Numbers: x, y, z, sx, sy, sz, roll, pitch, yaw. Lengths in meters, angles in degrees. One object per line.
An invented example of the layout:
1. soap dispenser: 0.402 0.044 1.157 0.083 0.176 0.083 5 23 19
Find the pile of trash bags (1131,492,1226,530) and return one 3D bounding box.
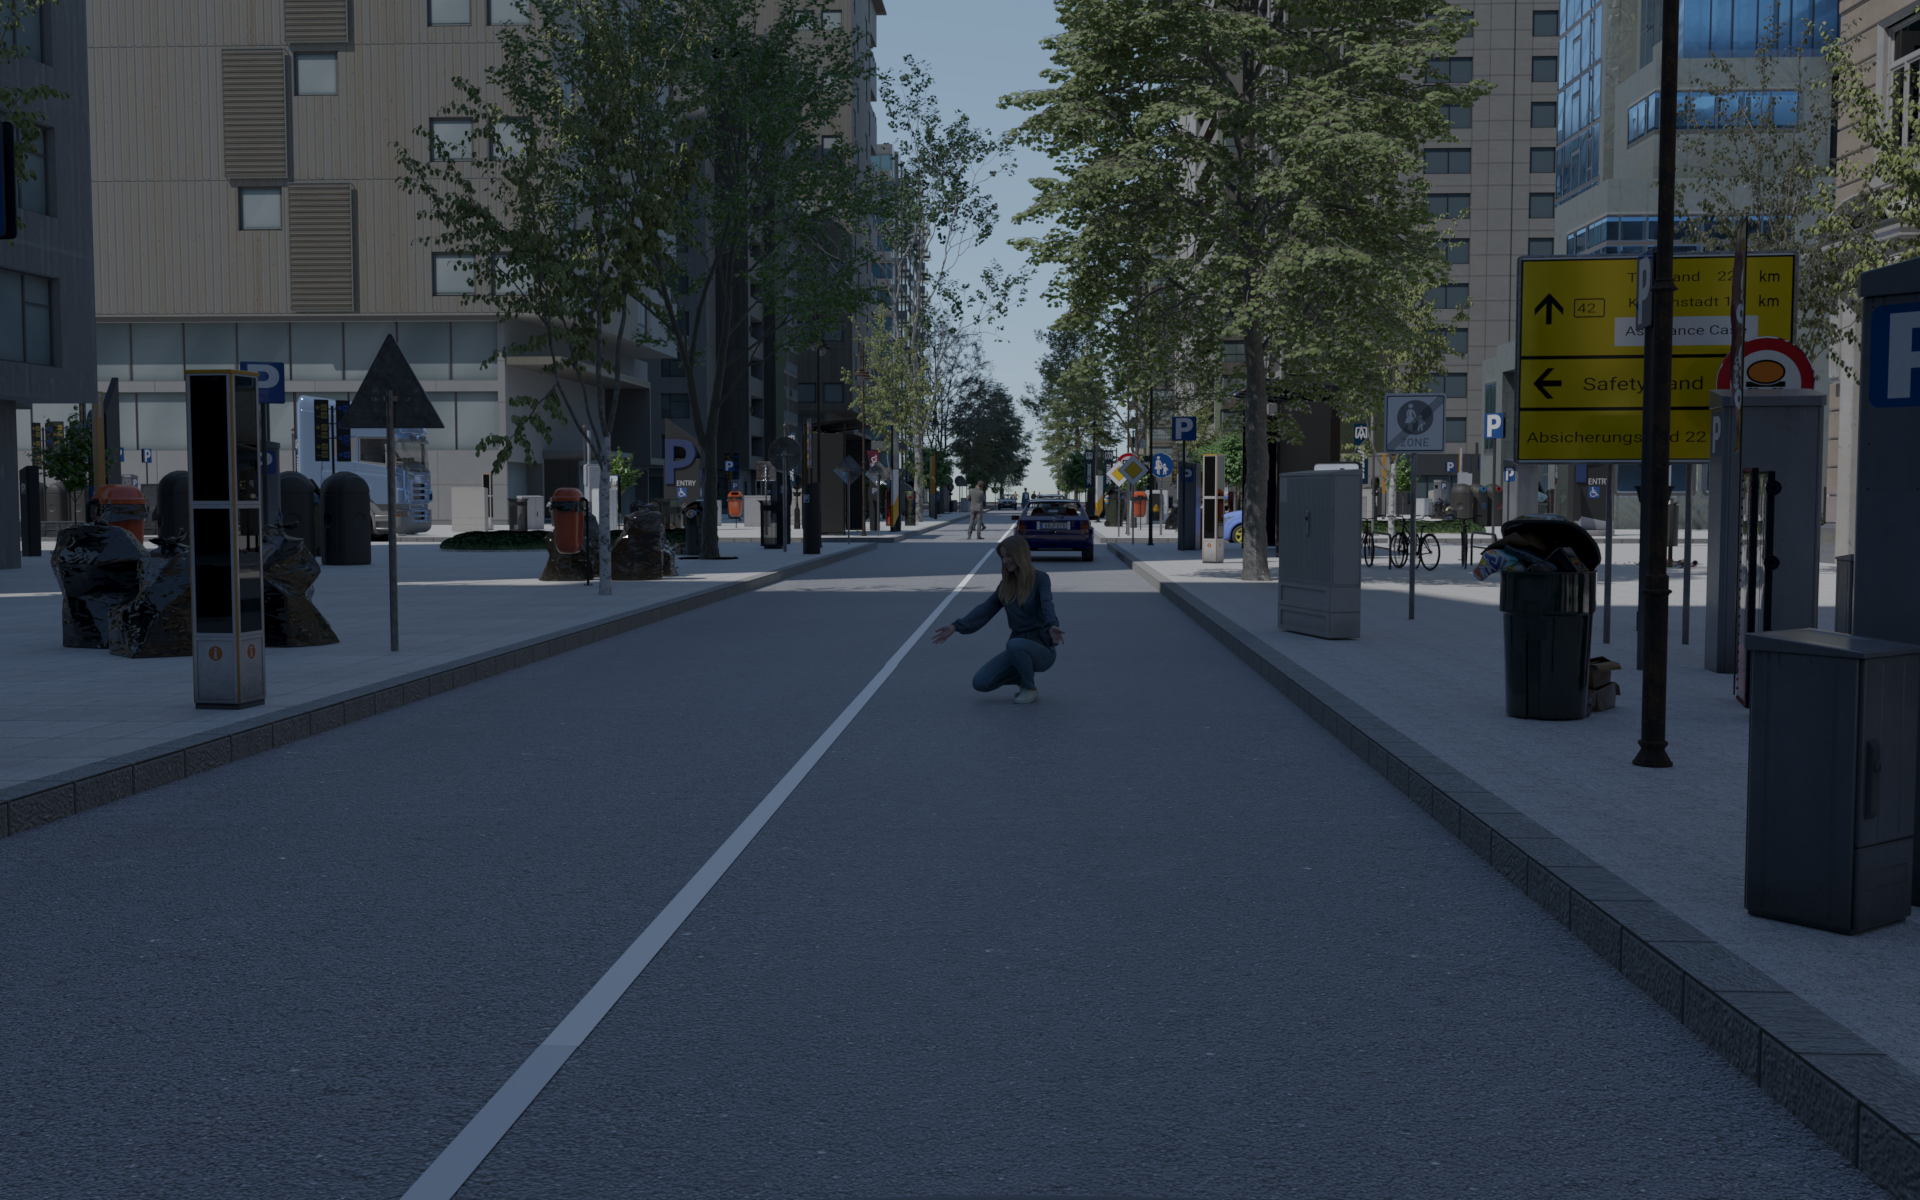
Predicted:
1. pile of trash bags: 7.817 -3.190 61.915 3.447 1.369 1.912 0 4 -3

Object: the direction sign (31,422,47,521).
1. direction sign: -29.113 -3.858 55.068 0.379 3.537 0.876 1 4 19

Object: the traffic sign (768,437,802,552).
1. traffic sign: -3.887 -2.343 38.413 0.768 2.556 0.104 1 4 9

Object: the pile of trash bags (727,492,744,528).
1. pile of trash bags: -9.791 -3.358 64.662 3.447 1.369 1.912 0 4 -2

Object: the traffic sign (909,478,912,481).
1. traffic sign: -2.781 -6.476 105.991 0.768 2.556 0.104 1 4 9

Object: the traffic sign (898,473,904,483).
1. traffic sign: -3.429 -5.713 93.410 0.884 2.594 0.081 1 4 9

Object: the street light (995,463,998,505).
1. street light: 4.669 -14.656 212.407 0.468 5.910 1.993 0 4 3

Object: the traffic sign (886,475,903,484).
1. traffic sign: -3.339 -5.381 87.983 0.884 2.594 0.081 0 4 6

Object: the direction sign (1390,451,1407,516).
1. direction sign: 24.536 -6.417 96.914 0.876 3.537 0.379 0 4 -1

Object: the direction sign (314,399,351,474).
1. direction sign: -15.068 -3.037 41.658 0.876 3.537 0.379 -3 5 -42

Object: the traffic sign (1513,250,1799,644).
1. traffic sign: 5.873 -1.275 14.722 2.265 3.308 0.079 1 4 9

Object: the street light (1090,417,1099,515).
1. street light: 7.011 -7.201 90.526 0.468 5.910 1.993 0 4 3

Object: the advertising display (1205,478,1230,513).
1. advertising display: 10.522 -4.011 70.798 0.974 1.923 0.123 1 4 21

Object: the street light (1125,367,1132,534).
1. street light: 5.373 -5.046 55.296 0.468 5.910 1.993 0 4 3

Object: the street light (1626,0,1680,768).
1. street light: 3.277 -2.155 8.017 0.468 5.910 1.993 0 4 3

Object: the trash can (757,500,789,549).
1. trash can: -4.375 -1.769 40.584 0.748 1.137 0.748 0 3 0

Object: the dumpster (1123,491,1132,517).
1. dumpster: 7.753 -4.599 80.948 1.264 1.857 1.865 0 4 3

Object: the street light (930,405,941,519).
1. street light: -1.214 -7.028 87.694 0.468 5.910 1.993 0 4 3

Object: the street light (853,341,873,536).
1. street light: -2.916 -4.873 52.466 0.468 5.910 1.993 0 4 3

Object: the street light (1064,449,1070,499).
1. street light: 10.521 -11.867 166.816 0.468 5.910 1.993 0 4 3

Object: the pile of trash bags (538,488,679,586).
1. pile of trash bags: -5.370 -0.977 25.719 1.912 1.369 3.447 0 4 4

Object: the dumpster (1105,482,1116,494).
1. dumpster: 7.894 -5.042 84.924 1.502 2.255 1.985 0 4 3

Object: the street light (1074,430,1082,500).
1. street light: 8.908 -9.712 131.584 0.468 5.910 1.993 0 4 3

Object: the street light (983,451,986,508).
1. street light: 2.294 -11.712 164.271 0.468 5.910 1.993 0 4 3

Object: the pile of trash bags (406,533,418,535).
1. pile of trash bags: -18.829 -2.728 54.350 3.447 1.369 1.912 -1 4 -18

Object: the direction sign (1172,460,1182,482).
1. direction sign: 14.516 -7.532 115.152 0.876 3.537 0.379 1 4 21

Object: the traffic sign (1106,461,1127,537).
1. traffic sign: 4.764 -2.953 51.917 0.795 2.450 0.064 0 4 3

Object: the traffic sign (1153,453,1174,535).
1. traffic sign: 6.264 -3.291 53.920 0.768 2.556 0.104 1 4 8

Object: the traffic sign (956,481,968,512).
1. traffic sign: 0.151 -7.403 121.037 0.884 2.594 0.081 1 4 9

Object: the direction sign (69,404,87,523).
1. direction sign: -21.385 -3.077 42.301 0.379 3.537 0.876 -1 4 -19

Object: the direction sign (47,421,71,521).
1. direction sign: -27.742 -3.785 53.875 0.876 3.537 0.379 0 3 0

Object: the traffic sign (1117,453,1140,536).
1. traffic sign: 5.194 -3.257 53.355 0.768 2.556 0.104 0 4 6

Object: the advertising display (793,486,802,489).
1. advertising display: -9.731 -6.096 104.875 0.974 1.923 0.123 1 4 20

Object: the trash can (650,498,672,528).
1. trash can: -9.718 -2.729 56.272 0.748 1.137 0.748 0 3 0

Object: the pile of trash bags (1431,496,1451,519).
1. pile of trash bags: 25.237 -4.788 88.032 1.912 1.369 3.447 0 4 0

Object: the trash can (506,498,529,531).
1. trash can: -14.776 -2.830 57.932 0.748 1.137 0.748 0 3 0

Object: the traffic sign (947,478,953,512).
1. traffic sign: -0.857 -7.502 122.762 0.768 2.556 0.104 0 4 5

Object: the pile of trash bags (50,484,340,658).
1. pile of trash bags: -6.938 -0.332 15.187 1.912 1.369 3.447 -3 5 -43

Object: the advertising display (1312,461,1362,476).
1. advertising display: 7.447 -1.777 34.274 0.974 1.923 0.123 2 4 29

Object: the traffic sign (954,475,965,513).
1. traffic sign: -0.017 -7.216 118.085 0.768 2.556 0.104 1 4 12

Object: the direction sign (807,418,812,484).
1. direction sign: -4.506 -3.666 51.942 0.379 3.537 0.876 -1 4 -13

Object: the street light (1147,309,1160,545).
1. street light: 4.778 -4.310 43.254 0.468 5.910 1.993 0 4 3

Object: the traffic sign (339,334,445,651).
1. traffic sign: -4.618 -0.861 14.076 0.884 2.594 0.081 0 4 6

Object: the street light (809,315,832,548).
1. street light: -3.378 -4.196 41.394 0.468 5.910 1.993 0 4 3

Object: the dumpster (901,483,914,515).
1. dumpster: -3.038 -5.110 89.311 1.264 1.857 1.865 0 4 3

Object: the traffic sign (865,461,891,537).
1. traffic sign: -2.471 -2.974 52.274 0.795 2.450 0.064 0 4 3

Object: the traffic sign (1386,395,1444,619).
1. traffic sign: 4.623 -0.950 17.666 0.606 2.300 0.079 0 4 7

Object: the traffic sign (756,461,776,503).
1. traffic sign: -6.081 -3.191 54.303 0.606 2.300 0.079 0 4 3

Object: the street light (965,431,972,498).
1. street light: 0.675 -9.551 128.939 0.468 5.910 1.993 0 4 3

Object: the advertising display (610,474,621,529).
1. advertising display: -11.446 -3.157 56.837 0.974 1.923 0.123 3 5 44

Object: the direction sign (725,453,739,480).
1. direction sign: -12.632 -6.360 95.987 0.876 3.537 0.379 1 4 18

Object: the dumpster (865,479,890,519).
1. dumpster: -4.397 -5.366 90.228 1.502 2.255 1.985 0 4 3

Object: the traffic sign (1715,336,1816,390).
1. traffic sign: 6.511 -0.855 14.087 0.768 2.556 0.104 0 4 8
